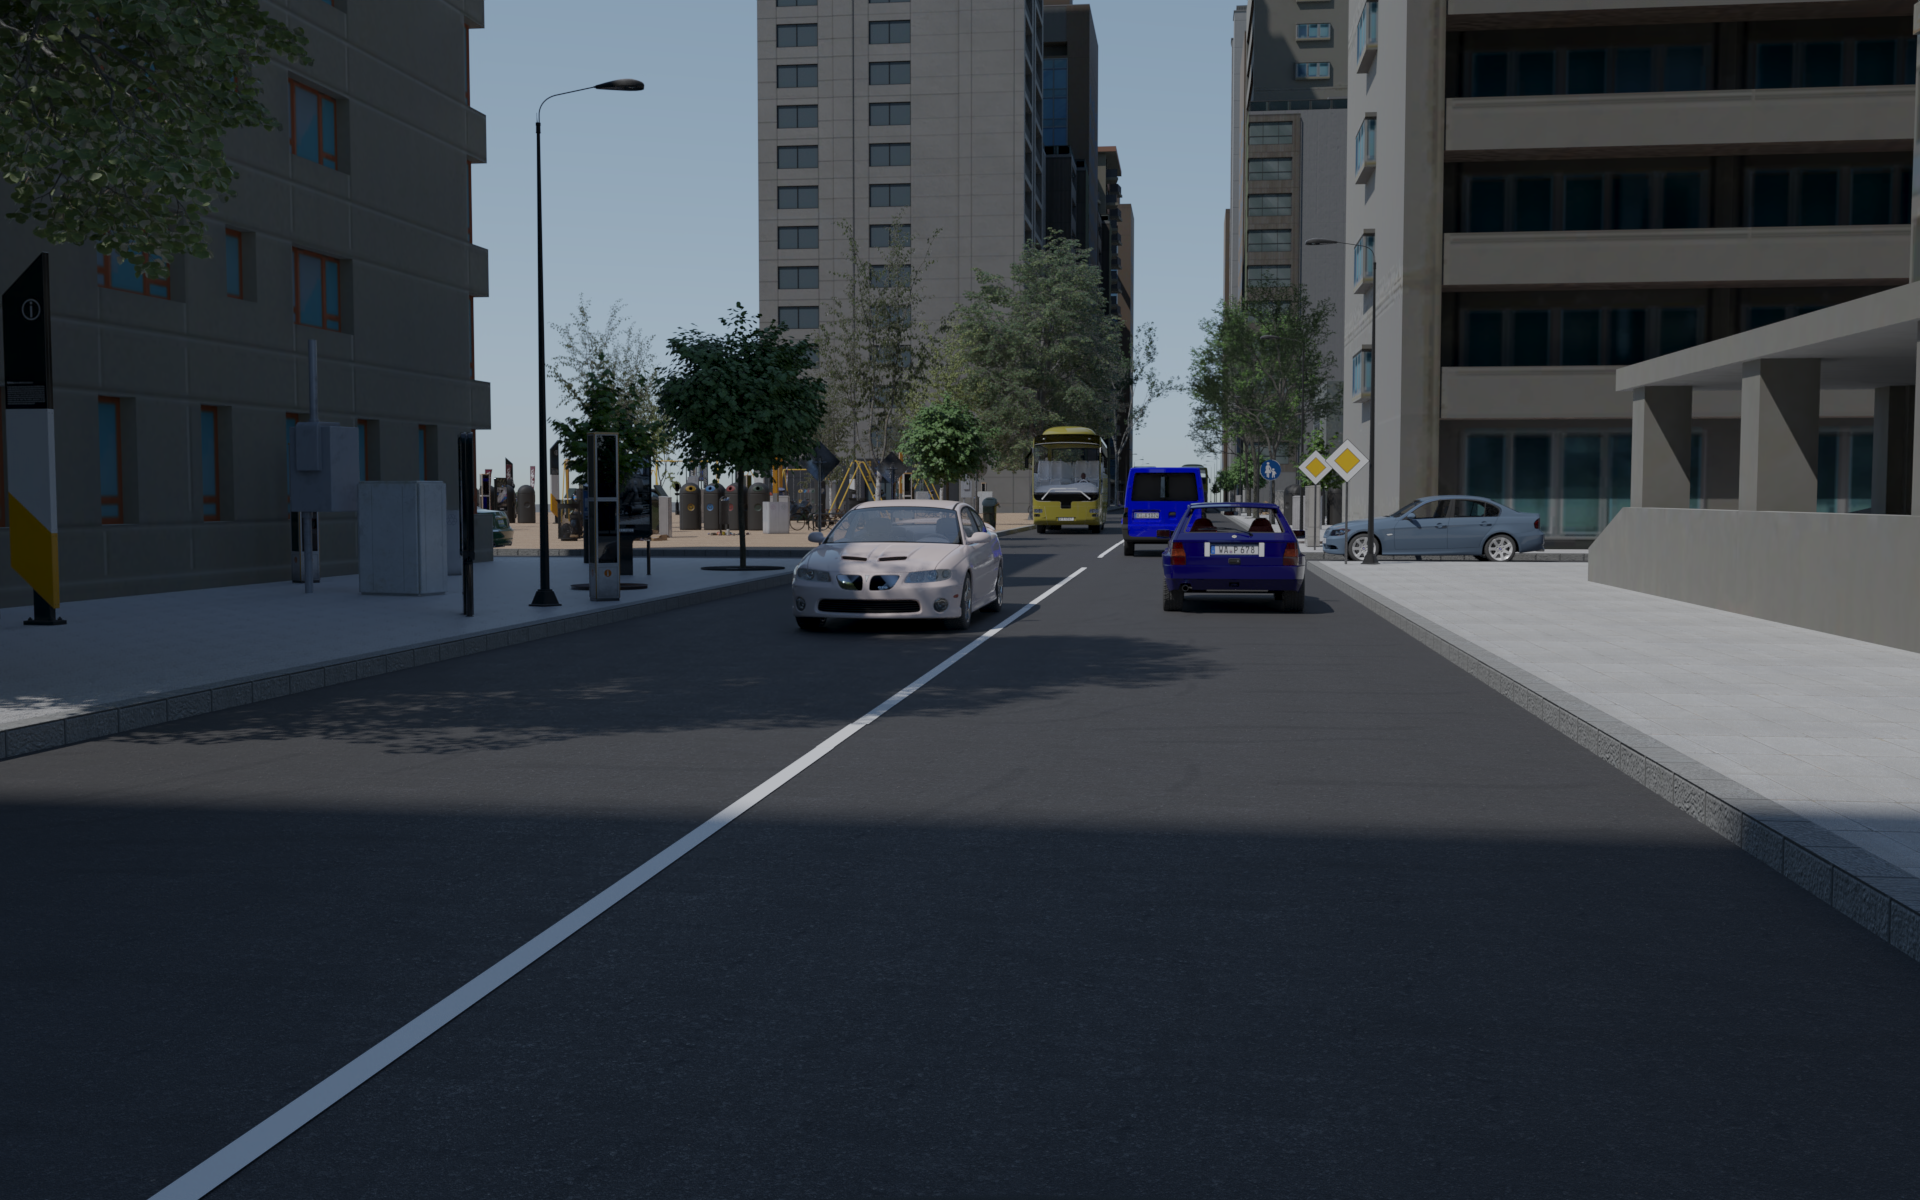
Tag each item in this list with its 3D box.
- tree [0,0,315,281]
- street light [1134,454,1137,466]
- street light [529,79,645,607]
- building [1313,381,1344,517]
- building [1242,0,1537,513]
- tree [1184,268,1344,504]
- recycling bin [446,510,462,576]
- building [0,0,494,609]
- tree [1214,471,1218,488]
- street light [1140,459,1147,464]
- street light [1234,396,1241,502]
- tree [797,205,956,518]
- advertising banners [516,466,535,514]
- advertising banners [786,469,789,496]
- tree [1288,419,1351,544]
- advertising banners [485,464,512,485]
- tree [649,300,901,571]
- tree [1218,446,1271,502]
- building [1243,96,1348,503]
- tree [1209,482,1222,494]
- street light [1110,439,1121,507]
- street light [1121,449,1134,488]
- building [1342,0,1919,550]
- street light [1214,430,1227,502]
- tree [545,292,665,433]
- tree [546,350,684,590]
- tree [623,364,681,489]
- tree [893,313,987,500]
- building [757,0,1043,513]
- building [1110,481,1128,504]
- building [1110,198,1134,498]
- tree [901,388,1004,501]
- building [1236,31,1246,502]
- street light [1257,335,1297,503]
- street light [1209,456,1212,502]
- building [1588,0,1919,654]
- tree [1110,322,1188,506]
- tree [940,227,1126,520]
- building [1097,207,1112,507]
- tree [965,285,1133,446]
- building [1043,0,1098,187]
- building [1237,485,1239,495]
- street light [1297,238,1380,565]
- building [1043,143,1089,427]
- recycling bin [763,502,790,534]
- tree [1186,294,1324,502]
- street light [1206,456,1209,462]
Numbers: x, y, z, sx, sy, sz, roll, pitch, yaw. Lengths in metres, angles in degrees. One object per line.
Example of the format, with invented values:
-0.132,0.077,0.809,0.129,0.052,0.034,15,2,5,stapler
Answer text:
-6.381,-5.654,10.567,7.486,12.596,7.792,0,3,0,tree
19.641,-13.845,198.903,1.470,5.913,1.316,0,4,8,street light
-4.219,-2.878,19.597,1.470,5.913,1.316,0,4,8,street light
31.262,-47.537,89.900,22.319,86.520,31.000,0,4,8,building
35.140,-31.968,146.381,21.300,48.544,21.600,0,4,8,building
12.882,-8.438,72.374,8.767,10.594,7.601,3,5,45,tree
-8.335,-0.910,27.427,0.722,1.027,0.722,-2,4,-32,recycling bin
-25.064,-10.742,20.678,28.899,21.520,27.650,0,4,8,building
30.575,-13.076,197.499,4.285,4.588,4.351,0,3,0,tree
23.698,-15.750,230.057,1.470,5.913,1.316,0,4,8,street light
13.610,-6.701,82.104,1.470,5.913,1.316,0,4,8,street light
-2.126,-5.780,44.857,4.360,8.622,3.978,0,3,0,tree
-27.093,-6.835,107.937,2.074,3.025,0.090,3,5,39,advertising banners
-7.577,-4.893,76.195,0.090,3.025,2.074,0,4,-4,advertising banners
9.283,-3.070,44.795,1.663,3.219,1.824,0,3,0,tree
-26.880,-6.425,101.236,0.090,3.025,2.074,2,4,27,advertising banners
-3.703,-2.804,29.557,4.285,4.588,4.351,0,3,0,tree
20.001,-8.252,118.639,4.285,4.588,4.351,0,3,0,tree
28.384,-21.905,129.852,14.160,30.474,14.107,0,4,8,building
35.662,-15.182,242.828,1.663,3.219,1.824,0,3,0,tree
12.708,-10.683,147.202,1.470,5.913,1.316,0,4,8,street light
16.920,-12.586,178.320,1.470,5.913,1.316,0,4,8,street light
21.836,-25.906,47.267,21.600,48.544,21.300,0,4,8,building
19.478,-9.394,126.129,1.470,5.913,1.316,0,4,8,street light
-13.292,-6.967,64.267,4.360,8.622,3.978,0,3,0,tree
-4.878,-1.768,23.501,1.663,3.219,1.824,0,3,0,tree
-16.920,-8.977,97.136,4.737,8.622,4.395,0,3,0,tree
-0.809,-7.373,70.909,4.737,8.622,4.395,0,3,0,tree
-2.305,-42.065,126.013,20.563,71.187,20.611,0,4,8,building
7.680,-33.639,241.885,32.217,40.220,23.993,0,4,8,building
18.890,-37.308,260.088,14.600,45.320,14.200,0,4,8,building
-0.455,-4.275,53.609,4.285,4.588,4.351,0,3,0,tree
33.627,-31.474,164.704,14.600,45.320,14.200,0,4,8,building
9.481,-4.783,50.737,1.470,5.913,1.316,0,4,8,street light
23.581,-11.283,157.017,1.470,5.913,1.316,0,4,8,street light
24.317,-19.784,15.347,32.217,40.220,23.993,0,4,8,building
18.485,-20.413,189.649,12.611,20.169,13.585,0,3,0,tree
3.684,-10.891,84.720,9.857,13.997,8.962,0,3,0,tree
7.671,-24.499,172.255,14.160,30.474,14.107,0,4,8,building
4.844,-11.448,97.545,12.009,13.543,11.850,0,3,0,tree
5.231,-31.056,157.874,14.600,45.320,14.200,0,4,8,building
35.808,-30.287,178.780,14.154,41.232,14.086,0,4,8,building
6.961,-3.608,31.536,1.470,5.913,1.316,0,4,8,street light
3.264,-22.770,143.996,14.160,30.474,14.107,0,4,8,building
-5.945,-2.657,55.996,0.722,1.027,0.722,-1,4,-20,recycling bin
15.404,-10.087,90.672,9.928,11.665,9.643,0,3,0,tree
30.621,-14.540,210.275,1.470,5.913,1.316,0,4,8,street light
